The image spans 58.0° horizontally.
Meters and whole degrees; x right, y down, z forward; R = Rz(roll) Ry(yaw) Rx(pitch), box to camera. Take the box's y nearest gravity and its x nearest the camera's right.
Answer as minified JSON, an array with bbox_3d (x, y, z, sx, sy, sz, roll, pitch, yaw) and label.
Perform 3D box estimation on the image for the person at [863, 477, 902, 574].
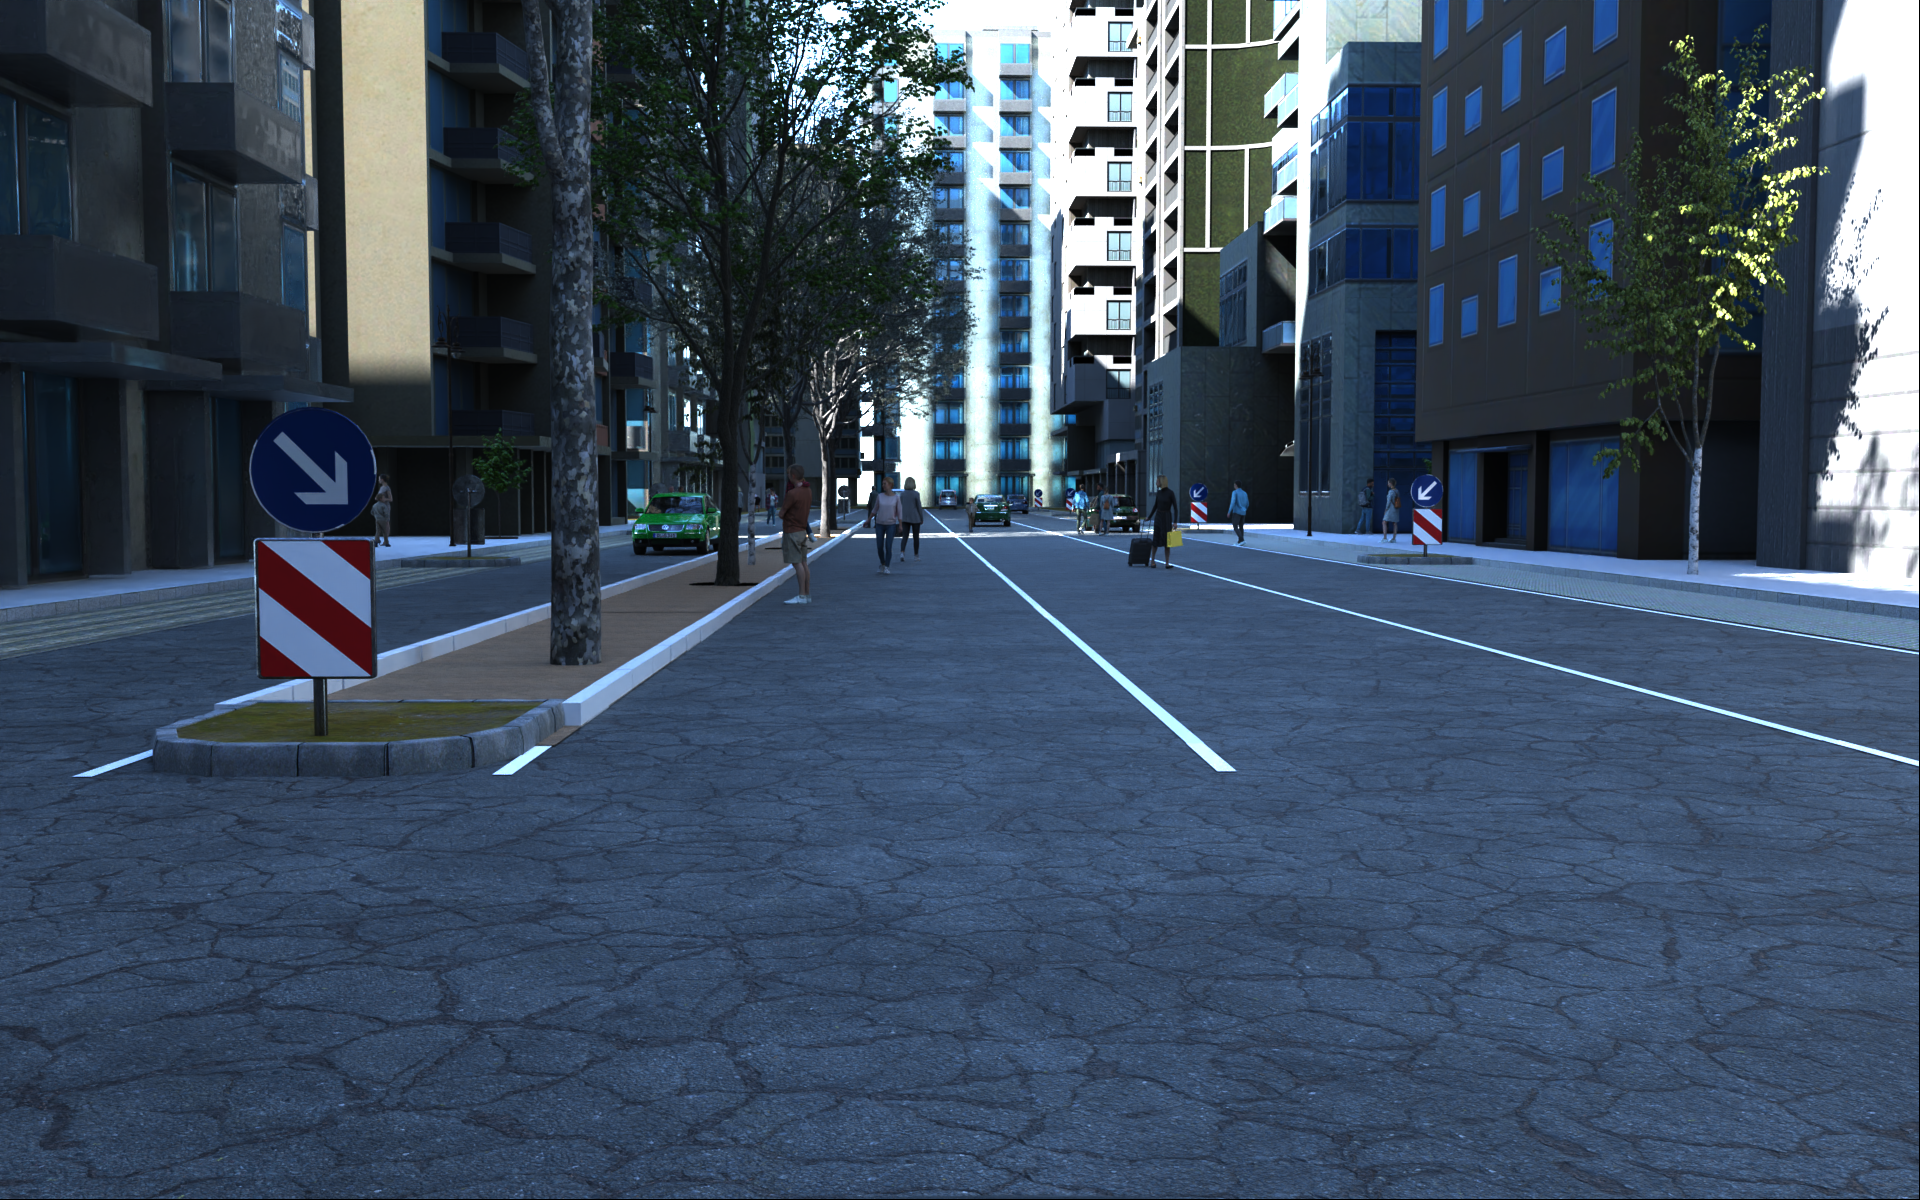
[{"bbox_3d":[-1.383,-1.344,31.141,0.731,1.740,0.598,0,4,3],"label":"person"}]

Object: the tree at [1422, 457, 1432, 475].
[{"bbox_3d":[13.794,-3.328,49.009,1.663,3.219,1.824,0,3,0],"label":"tree"}]

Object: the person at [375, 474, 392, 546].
[{"bbox_3d":[-14.357,-2.240,43.003,0.374,1.781,0.599,-3,5,-44],"label":"person"}]

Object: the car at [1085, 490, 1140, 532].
[{"bbox_3d":[5.775,-3.434,65.936,2.009,1.686,4.222,0,4,-3],"label":"car"}]

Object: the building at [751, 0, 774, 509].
[{"bbox_3d":[-29.672,-34.006,145.239,27.495,52.752,28.713,0,4,-2],"label":"building"}]

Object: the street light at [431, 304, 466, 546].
[{"bbox_3d":[-12.466,-4.256,42.376,0.468,5.910,1.993,0,4,-2],"label":"street light"}]

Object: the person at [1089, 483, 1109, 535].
[{"bbox_3d":[4.884,-3.159,60.140,0.713,1.824,0.794,3,4,38],"label":"person"}]

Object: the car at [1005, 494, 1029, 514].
[{"bbox_3d":[4.025,-6.992,126.313,2.014,1.417,4.499,0,4,-2],"label":"car"}]

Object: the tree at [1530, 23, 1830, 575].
[{"bbox_3d":[11.645,-4.728,27.658,4.737,8.622,4.395,0,3,0],"label":"tree"}]

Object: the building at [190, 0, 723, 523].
[{"bbox_3d":[-25.898,-29.368,99.783,23.786,49.044,30.456,0,4,-2],"label":"building"}]

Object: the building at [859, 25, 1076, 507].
[{"bbox_3d":[4.972,-34.270,179.925,30.456,49.044,23.786,0,4,-2],"label":"building"}]

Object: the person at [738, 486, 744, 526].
[{"bbox_3d":[-9.905,-4.165,76.784,0.709,1.800,0.728,-2,4,-26],"label":"person"}]

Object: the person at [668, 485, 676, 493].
[{"bbox_3d":[-11.568,-3.715,69.645,0.661,1.777,0.834,-2,4,-29],"label":"person"}]

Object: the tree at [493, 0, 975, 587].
[{"bbox_3d":[-3.507,-6.015,26.555,9.928,11.665,9.643,0,3,0],"label":"tree"}]

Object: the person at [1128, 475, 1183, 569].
[{"bbox_3d":[3.821,-1.531,33.750,0.699,1.804,1.509,-1,4,-12],"label":"person"}]

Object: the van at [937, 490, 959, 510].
[{"bbox_3d":[-1.129,-9.406,160.799,2.013,2.044,4.112,0,4,-1],"label":"van"}]

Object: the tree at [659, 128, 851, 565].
[{"bbox_3d":[-4.206,-5.011,34.751,4.360,8.622,3.978,0,3,0],"label":"tree"}]

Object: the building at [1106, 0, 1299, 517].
[{"bbox_3d":[19.779,-40.329,97.631,20.563,71.187,20.611,0,4,-2],"label":"building"}]

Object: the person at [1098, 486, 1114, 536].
[{"bbox_3d":[5.021,-3.051,59.394,0.512,1.701,0.522,0,4,0],"label":"person"}]

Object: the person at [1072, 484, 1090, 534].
[{"bbox_3d":[4.312,-3.238,61.792,0.601,1.785,0.444,2,4,29],"label":"person"}]

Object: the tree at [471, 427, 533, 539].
[{"bbox_3d":[-13.074,-3.367,49.656,1.663,3.219,1.824,0,3,0],"label":"tree"}]

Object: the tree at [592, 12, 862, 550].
[{"bbox_3d":[-4.389,-8.027,44.067,12.009,13.543,11.850,0,3,0],"label":"tree"}]

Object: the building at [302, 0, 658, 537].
[{"bbox_3d":[-23.566,-25.045,64.105,22.147,44.769,28.867,0,4,-2],"label":"building"}]

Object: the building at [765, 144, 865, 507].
[{"bbox_3d":[-22.350,-30.036,182.970,23.993,40.220,32.217,0,4,-2],"label":"building"}]

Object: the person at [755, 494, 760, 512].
[{"bbox_3d":[-14.728,-7.051,124.516,0.799,1.438,0.628,0,4,4],"label":"person"}]

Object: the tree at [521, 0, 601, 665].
[{"bbox_3d":[-4.472,-9.568,14.785,12.611,20.169,13.585,0,3,0],"label":"tree"}]

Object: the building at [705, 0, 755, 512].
[{"bbox_3d":[-22.275,-26.852,122.633,14.154,41.232,14.086,0,4,-2],"label":"building"}]

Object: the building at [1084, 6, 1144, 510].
[{"bbox_3d":[25.347,-26.253,121.122,32.217,40.220,23.993,0,4,-2],"label":"building"}]

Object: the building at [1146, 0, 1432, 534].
[{"bbox_3d":[20.913,-46.232,68.573,22.319,86.520,31.000,0,4,-2],"label":"building"}]

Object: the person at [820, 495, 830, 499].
[{"bbox_3d":[-12.051,-8.949,155.531,1.217,1.736,0.721,1,4,10],"label":"person"}]

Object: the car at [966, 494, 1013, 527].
[{"bbox_3d":[1.336,-4.040,77.858,2.131,1.459,4.920,0,4,0],"label":"car"}]

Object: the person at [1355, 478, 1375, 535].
[{"bbox_3d":[12.829,-2.947,54.571,0.721,1.781,0.623,-1,4,-18],"label":"person"}]

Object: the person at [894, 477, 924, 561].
[{"bbox_3d":[-1.138,-1.734,37.028,0.709,1.800,0.728,2,4,24],"label":"person"}]

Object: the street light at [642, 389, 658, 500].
[{"bbox_3d":[-13.304,-6.217,74.434,0.468,5.910,1.993,0,4,-2],"label":"street light"}]

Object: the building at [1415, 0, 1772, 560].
[{"bbox_3d":[19.545,-23.799,39.232,14.600,45.320,14.200,0,4,-2],"label":"building"}]

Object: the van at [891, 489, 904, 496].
[{"bbox_3d":[-5.067,-8.249,141.877,2.013,2.044,4.112,0,4,-2],"label":"van"}]

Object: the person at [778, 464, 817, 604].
[{"bbox_3d":[-2.135,-0.871,22.711,0.573,1.828,0.580,-2,4,-28],"label":"person"}]

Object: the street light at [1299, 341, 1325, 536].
[{"bbox_3d":[10.638,-4.877,52.535,0.468,5.910,1.993,0,4,-2],"label":"street light"}]

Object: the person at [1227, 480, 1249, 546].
[{"bbox_3d":[7.732,-2.406,47.855,0.660,1.820,0.620,-3,5,-41],"label":"person"}]

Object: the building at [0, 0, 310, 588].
[{"bbox_3d":[-23.138,-24.664,22.869,23.786,49.044,30.456,0,4,-2],"label":"building"}]

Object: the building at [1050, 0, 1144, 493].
[{"bbox_3d":[22.145,-34.120,147.107,28.713,52.752,27.495,0,4,-2],"label":"building"}]

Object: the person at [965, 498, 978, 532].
[{"bbox_3d":[0.446,-3.183,64.817,0.475,1.303,0.640,-1,4,-9],"label":"person"}]

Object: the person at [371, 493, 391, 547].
[{"bbox_3d":[-14.026,-1.932,41.898,0.475,1.303,0.640,0,4,7],"label":"person"}]

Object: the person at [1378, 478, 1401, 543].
[{"bbox_3d":[11.335,-2.348,45.441,0.522,1.701,0.512,3,5,43],"label":"person"}]

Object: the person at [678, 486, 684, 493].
[{"bbox_3d":[-11.597,-3.912,72.732,0.573,1.790,0.520,-3,5,-42],"label":"person"}]

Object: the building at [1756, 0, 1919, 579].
[{"bbox_3d":[28.519,-29.295,20.972,28.212,58.520,21.231,0,4,-2],"label":"building"}]

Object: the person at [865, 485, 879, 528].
[{"bbox_3d":[-3.741,-3.954,73.327,0.590,1.801,0.661,3,5,42],"label":"person"}]

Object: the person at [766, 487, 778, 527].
[{"bbox_3d":[-8.298,-4.103,76.416,0.563,1.720,0.643,-1,4,-13],"label":"person"}]
